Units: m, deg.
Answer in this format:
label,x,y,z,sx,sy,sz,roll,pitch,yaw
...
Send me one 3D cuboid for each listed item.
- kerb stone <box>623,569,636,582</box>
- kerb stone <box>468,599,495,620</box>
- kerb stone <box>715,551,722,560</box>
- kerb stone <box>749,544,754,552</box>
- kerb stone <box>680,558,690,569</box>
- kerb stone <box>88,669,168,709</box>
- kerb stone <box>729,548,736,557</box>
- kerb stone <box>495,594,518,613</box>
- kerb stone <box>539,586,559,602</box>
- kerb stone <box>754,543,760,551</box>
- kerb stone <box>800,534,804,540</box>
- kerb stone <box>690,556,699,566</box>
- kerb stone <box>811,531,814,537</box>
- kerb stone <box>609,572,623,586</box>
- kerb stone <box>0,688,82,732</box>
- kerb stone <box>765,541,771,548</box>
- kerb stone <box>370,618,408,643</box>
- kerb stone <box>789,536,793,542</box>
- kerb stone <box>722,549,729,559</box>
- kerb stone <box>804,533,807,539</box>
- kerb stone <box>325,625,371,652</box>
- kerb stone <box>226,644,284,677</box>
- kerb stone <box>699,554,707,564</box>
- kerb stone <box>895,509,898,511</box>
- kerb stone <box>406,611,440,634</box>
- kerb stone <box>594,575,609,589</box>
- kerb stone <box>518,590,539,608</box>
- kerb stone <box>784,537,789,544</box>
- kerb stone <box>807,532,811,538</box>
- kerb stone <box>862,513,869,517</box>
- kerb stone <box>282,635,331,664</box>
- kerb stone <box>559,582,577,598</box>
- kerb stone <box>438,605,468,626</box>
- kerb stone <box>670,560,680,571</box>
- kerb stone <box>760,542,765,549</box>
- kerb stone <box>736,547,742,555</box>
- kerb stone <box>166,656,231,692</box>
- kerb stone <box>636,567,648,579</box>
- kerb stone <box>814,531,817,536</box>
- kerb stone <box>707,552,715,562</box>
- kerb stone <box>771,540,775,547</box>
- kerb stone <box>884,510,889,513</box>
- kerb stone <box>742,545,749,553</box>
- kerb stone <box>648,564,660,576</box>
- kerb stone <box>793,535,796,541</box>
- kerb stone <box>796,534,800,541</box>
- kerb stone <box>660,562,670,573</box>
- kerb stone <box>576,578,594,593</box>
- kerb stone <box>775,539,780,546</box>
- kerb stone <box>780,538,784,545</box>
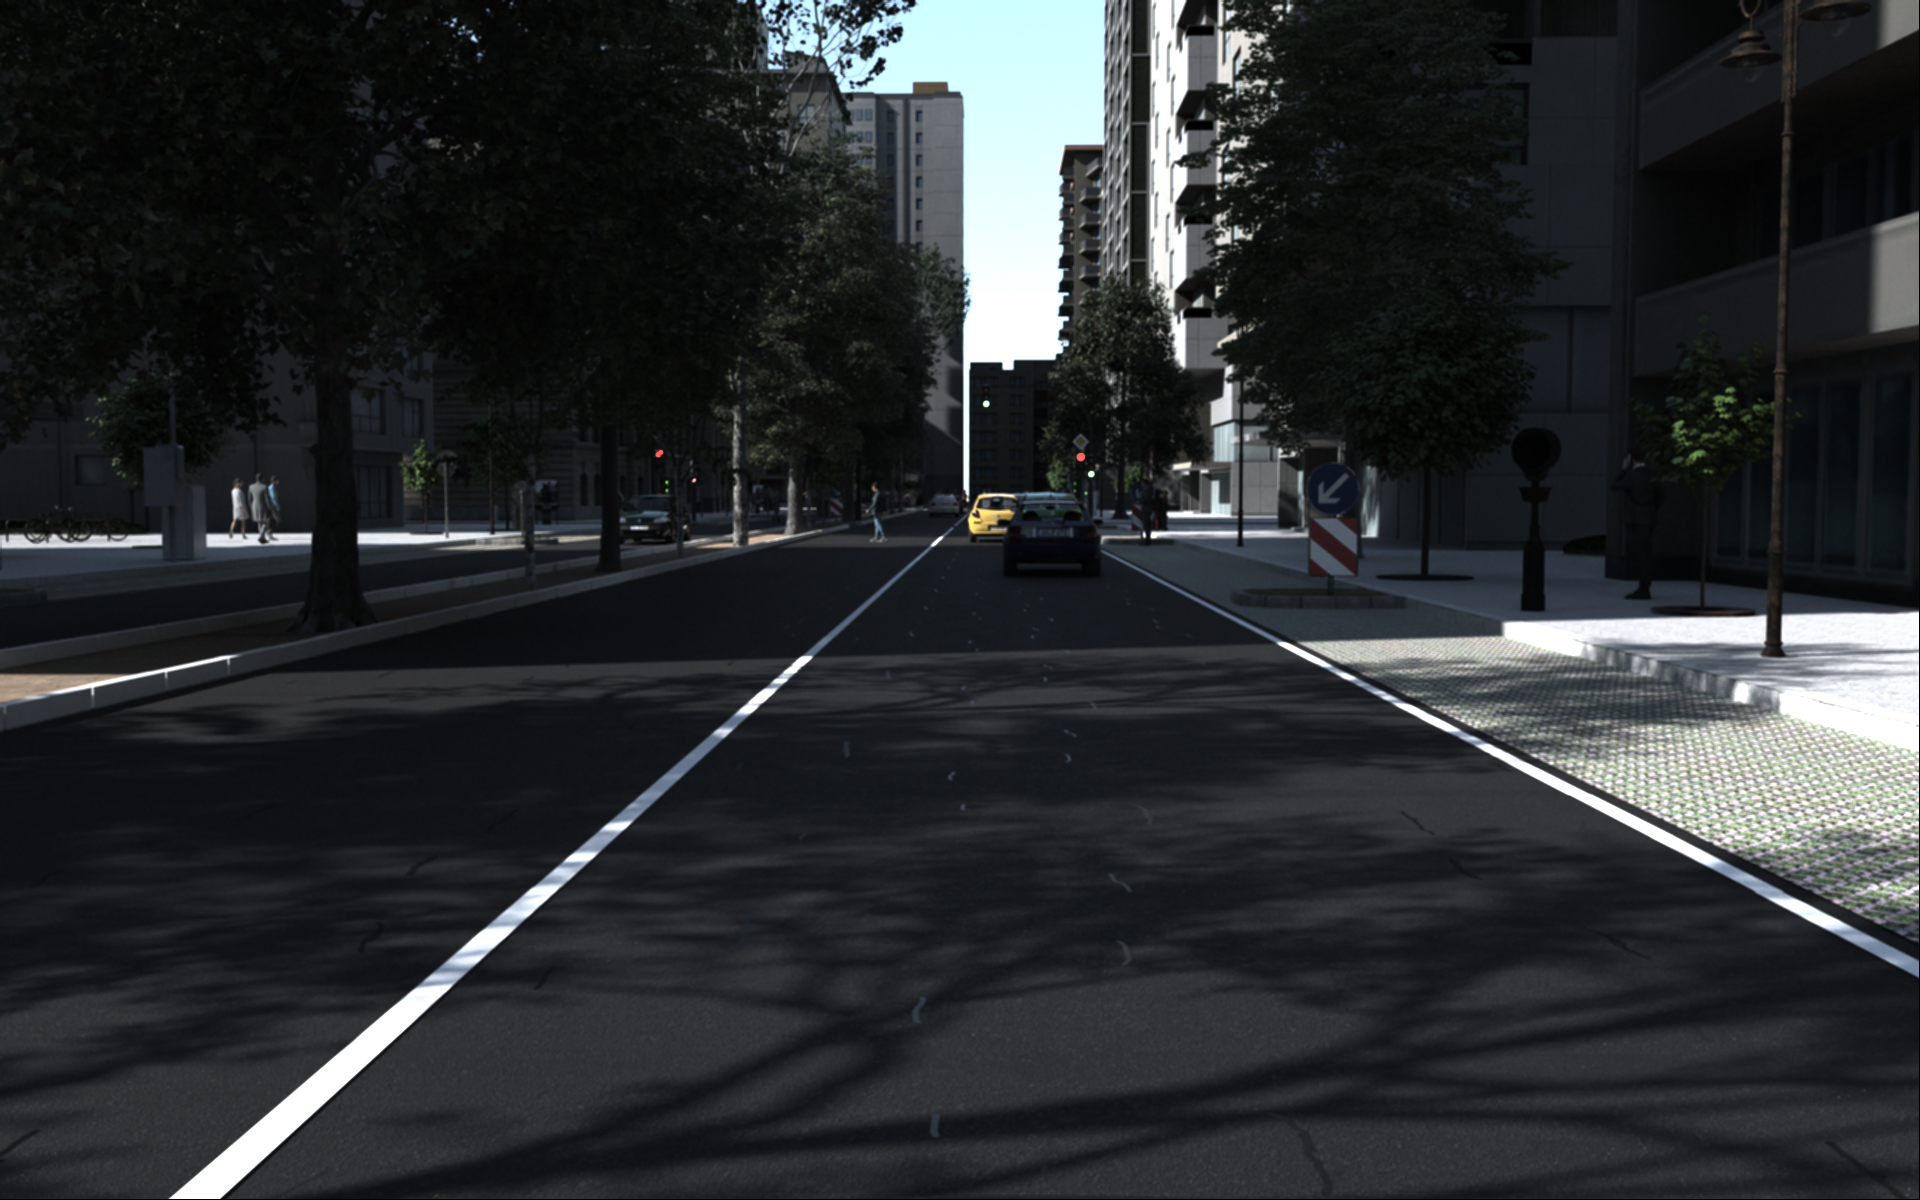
label,x,y,z,sx,sy,sz,roll,pitch,yaw
kerb stone,-5.523,-0.378,28.392,0.120,0.150,1.000,0,4,1
kerb stone,-5.653,0.122,20.202,0.120,0.150,1.000,0,4,1
kerb stone,-5.358,-0.943,37.609,0.120,0.150,1.000,0,4,1
kerb stone,-5.269,-1.257,42.740,0.120,0.150,1.000,0,4,1
kerb stone,-5.429,-0.690,33.505,0.120,0.150,1.000,0,4,1
kerb stone,-5.807,0.623,12.011,0.120,0.150,1.000,0,4,1
kerb stone,-5.319,-1.068,39.653,0.120,0.150,1.000,0,4,1
kerb stone,-5.649,0.059,21.224,0.120,0.150,1.000,0,4,1
kerb stone,-5.613,-0.058,23.268,0.120,0.150,1.000,0,4,1
kerb stone,-5.248,-1.319,43.764,0.120,0.150,1.000,0,4,1
kerb stone,-5.065,-1.943,54.021,0.120,0.150,1.000,0,4,1
kerb stone,-5.409,-0.754,34.529,0.120,0.150,1.000,0,4,1
kerb stone,-5.011,-2.131,57.093,0.120,0.150,1.000,0,4,1
kerb stone,-5.529,-0.316,27.370,0.120,0.150,1.000,0,4,1
kerb stone,-5.826,0.686,10.987,0.120,0.150,1.000,0,4,1
kerb stone,-5.205,-1.444,45.824,0.120,0.150,1.000,0,4,1
kerb stone,-5.716,0.310,17.129,0.120,0.150,1.000,0,4,1
kerb stone,-5.113,-1.759,50.955,0.120,0.150,1.000,0,4,1
kerb stone,-5.335,-1.005,38.631,0.120,0.150,1.000,0,4,1
kerb stone,-5.047,-2.009,55.042,0.120,0.150,1.000,0,4,1
kerb stone,-5.738,0.373,16.105,0.120,0.150,1.000,0,4,1
kerb stone,-5.769,0.498,14.055,0.120,0.150,1.000,0,4,1
kerb stone,-5.387,-0.818,35.565,0.120,0.150,1.000,0,4,1
kerb stone,-5.411,-8.002,153.026,0.120,0.150,1.000,0,4,1
kerb stone,-5.693,0.247,18.151,0.120,0.150,1.000,0,4,1
kerb stone,-5.547,-0.254,26.349,0.120,0.150,1.000,0,4,1
kerb stone,-5.626,-0.003,22.246,0.120,0.150,1.000,0,4,1
kerb stone,-5.130,-1.694,49.932,0.120,0.150,1.000,0,4,1
kerb stone,-5.029,-2.072,56.071,0.120,0.150,1.000,0,4,1
kerb stone,-6.141,-5.494,112.019,0.120,0.150,1.000,0,4,1
kerb stone,-5.750,0.442,15.077,0.120,0.150,1.000,0,4,1
kerb stone,-5.585,-0.124,24.293,0.120,0.150,1.000,0,4,1
kerb stone,-5.684,0.184,19.180,0.120,0.150,1.000,0,4,1
kerb stone,-5.445,-0.629,32.481,0.120,0.150,1.000,0,4,1
kerb stone,-5.229,-1.382,44.796,0.120,0.150,1.000,0,4,1
kerb stone,-5.301,-1.128,40.682,0.120,0.150,1.000,0,4,1
kerb stone,-5.789,0.563,13.033,0.120,0.150,1.000,0,4,1
kerb stone,-5.500,-0.441,29.414,0.120,0.150,1.000,0,4,1
kerb stone,-4.991,-2.196,58.115,0.120,0.150,1.000,0,4,1
kerb stone,-5.369,-0.878,36.588,0.120,0.150,1.000,0,4,1
kerb stone,-5.188,-1.505,46.846,0.120,0.150,1.000,0,4,1
kerb stone,-5.707,-6.999,136.630,0.120,0.150,1.000,0,4,1
kerb stone,-5.280,-1.193,41.718,0.120,0.150,1.000,0,4,1
kerb stone,-5.475,-0.504,30.436,0.120,0.150,1.000,0,4,1
kerb stone,-5.101,-1.822,51.977,0.120,0.150,1.000,0,4,1
kerb stone,-5.081,-1.884,52.999,0.120,0.150,1.000,0,4,1
kerb stone,-5.463,-0.566,31.458,0.120,0.150,1.000,0,4,1
kerb stone,-5.568,-0.191,25.322,0.120,0.150,1.000,0,4,1
kerb stone,-5.171,-1.568,47.880,0.120,0.150,1.000,0,4,1
kerb stone,-5.150,-1.633,48.905,0.120,0.150,1.000,0,4,1
